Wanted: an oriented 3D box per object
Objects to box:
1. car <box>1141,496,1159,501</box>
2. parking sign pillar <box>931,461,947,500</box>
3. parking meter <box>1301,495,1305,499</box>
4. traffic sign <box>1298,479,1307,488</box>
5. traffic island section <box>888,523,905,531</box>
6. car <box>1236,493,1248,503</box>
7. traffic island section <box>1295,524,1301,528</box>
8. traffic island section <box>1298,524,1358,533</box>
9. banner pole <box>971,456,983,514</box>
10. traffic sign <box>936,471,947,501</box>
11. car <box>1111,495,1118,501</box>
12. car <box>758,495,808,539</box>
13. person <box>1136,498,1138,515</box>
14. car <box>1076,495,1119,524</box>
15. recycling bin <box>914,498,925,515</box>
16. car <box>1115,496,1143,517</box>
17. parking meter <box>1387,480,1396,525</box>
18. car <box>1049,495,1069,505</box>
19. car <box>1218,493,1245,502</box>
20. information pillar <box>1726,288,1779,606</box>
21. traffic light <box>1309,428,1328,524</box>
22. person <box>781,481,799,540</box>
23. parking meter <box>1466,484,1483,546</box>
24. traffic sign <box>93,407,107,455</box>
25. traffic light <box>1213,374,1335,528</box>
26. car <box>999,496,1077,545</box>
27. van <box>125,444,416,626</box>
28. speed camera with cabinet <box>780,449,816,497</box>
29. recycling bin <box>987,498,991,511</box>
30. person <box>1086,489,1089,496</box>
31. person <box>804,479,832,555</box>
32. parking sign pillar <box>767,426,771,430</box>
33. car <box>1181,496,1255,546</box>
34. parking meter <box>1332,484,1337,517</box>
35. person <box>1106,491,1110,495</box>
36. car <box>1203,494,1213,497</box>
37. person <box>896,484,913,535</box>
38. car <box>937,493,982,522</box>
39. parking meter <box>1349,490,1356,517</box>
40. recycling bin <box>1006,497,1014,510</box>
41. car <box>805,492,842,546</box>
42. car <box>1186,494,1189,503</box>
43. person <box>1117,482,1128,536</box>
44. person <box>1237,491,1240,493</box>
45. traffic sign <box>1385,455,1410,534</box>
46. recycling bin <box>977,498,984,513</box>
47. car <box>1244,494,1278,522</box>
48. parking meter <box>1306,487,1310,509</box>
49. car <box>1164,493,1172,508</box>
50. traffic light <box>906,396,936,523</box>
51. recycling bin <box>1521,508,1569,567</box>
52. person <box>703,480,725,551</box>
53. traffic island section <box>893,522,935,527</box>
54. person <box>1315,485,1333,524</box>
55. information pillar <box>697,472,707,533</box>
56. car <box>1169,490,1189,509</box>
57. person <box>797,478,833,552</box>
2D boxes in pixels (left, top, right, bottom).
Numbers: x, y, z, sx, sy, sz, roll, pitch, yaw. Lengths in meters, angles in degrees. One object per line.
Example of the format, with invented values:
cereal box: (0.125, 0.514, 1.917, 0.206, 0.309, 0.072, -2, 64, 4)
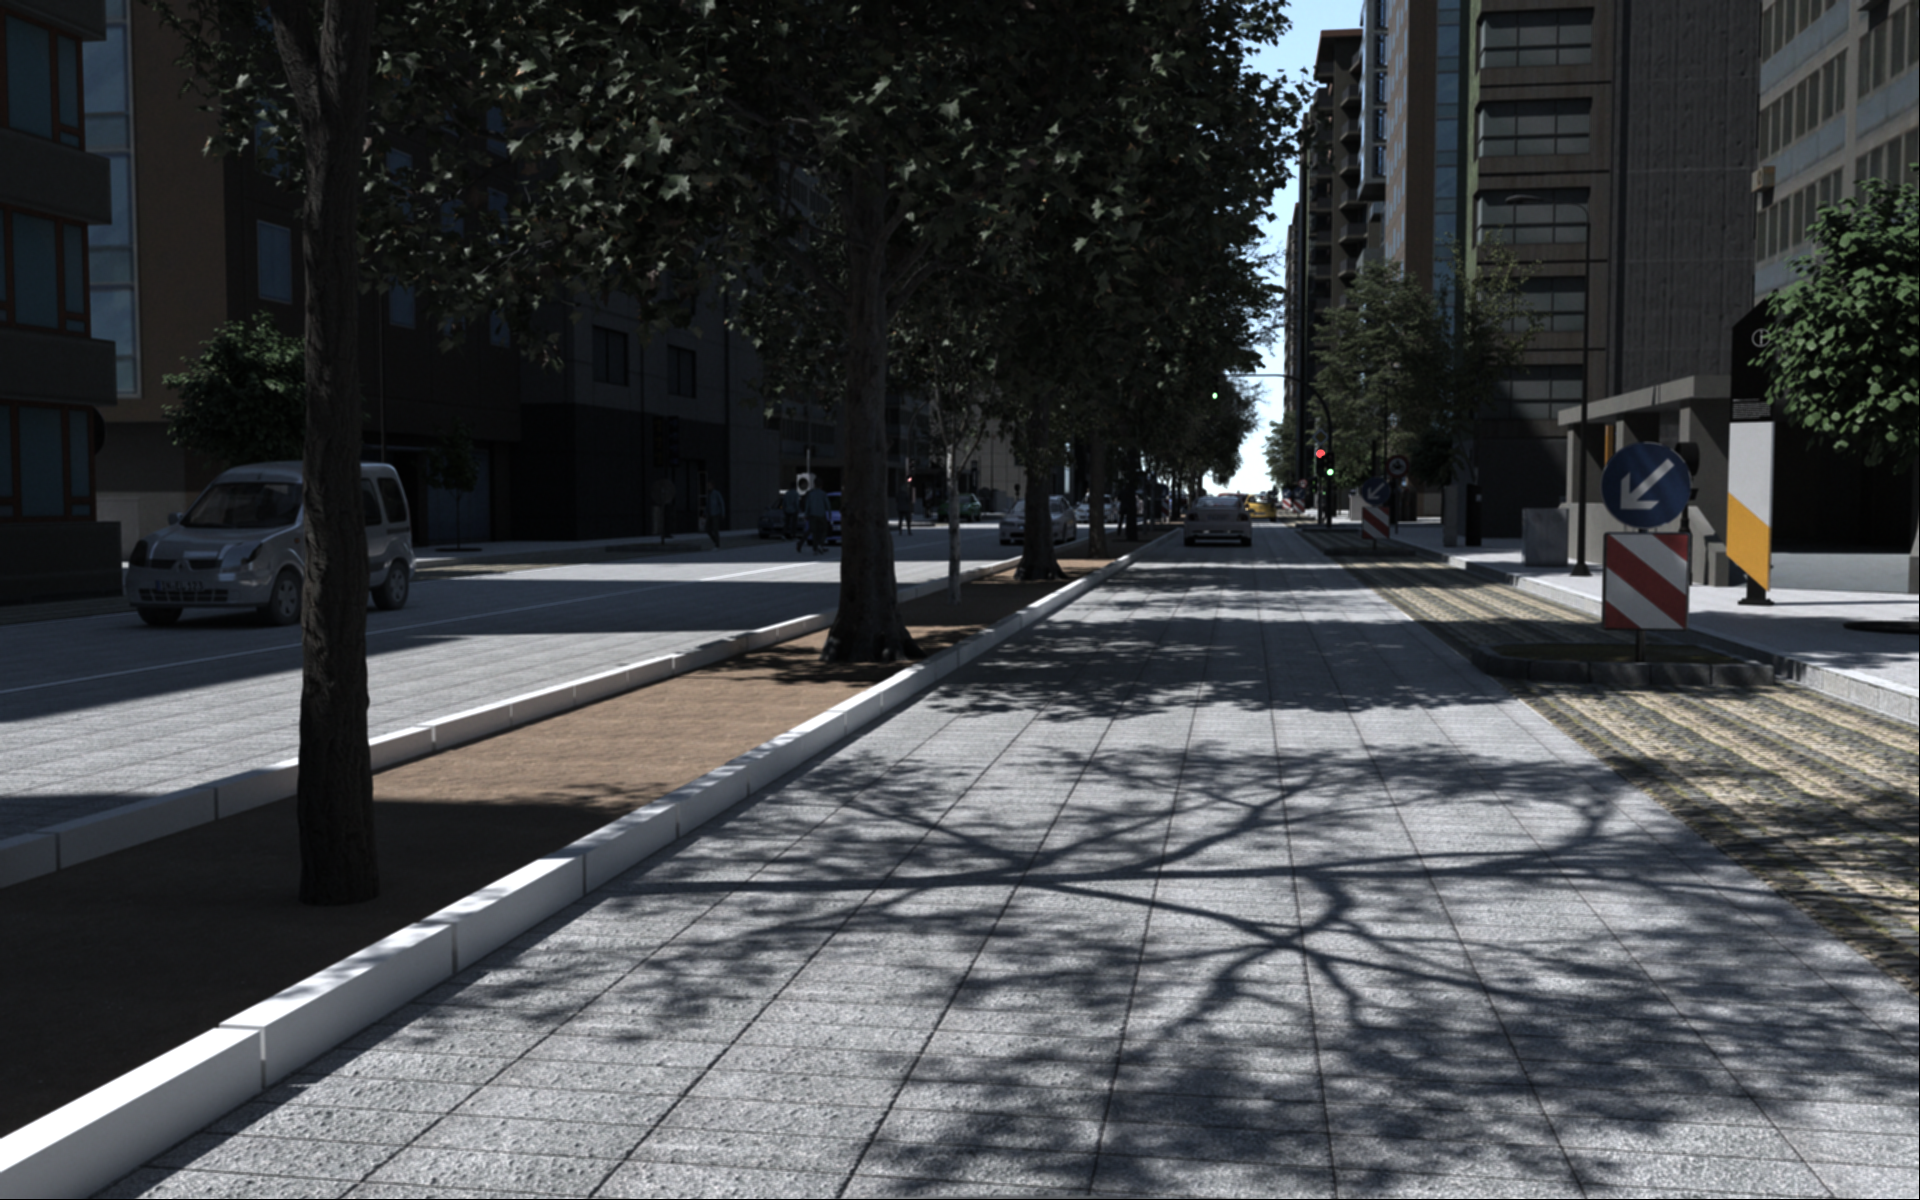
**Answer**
car: (14.411, -7.378, 130.423, 2.009, 1.686, 4.222, 1, 4, 11)
parking sign pillar: (-1.479, -9.487, 143.583, 1.447, 3.967, 1.447, 2, 4, 31)
parking meter: (27.711, -8.048, 139.998, 0.372, 1.533, 0.369, 0, 3, 0)
traffic sign: (28.682, -8.859, 144.957, 0.768, 2.556, 0.104, 1, 4, 17)
traffic island section: (-3.534, -2.821, 68.403, 2.009, 0.180, 2.903, 1, 4, 9)
car: (19.389, -6.802, 120.252, 2.155, 1.783, 4.494, 1, 4, 9)
traffic island section: (15.264, -3.128, 73.425, 2.009, 0.180, 2.903, 1, 4, 9)
traffic island section: (13.975, -2.646, 65.545, 2.009, 0.180, 2.903, 1, 4, 9)
banner pole: (1.099, -7.589, 114.098, 0.863, 3.779, 0.401, 1, 4, 23)
traffic sign: (-0.949, -5.779, 94.597, 0.768, 2.556, 0.104, 1, 4, 17)
car: (17.313, -11.095, 193.982, 1.945, 1.354, 3.894, 1, 4, 9)
car: (-5.255, -2.720, 56.472, 2.014, 1.417, 4.499, 1, 4, 9)
person: (10.533, -5.580, 104.754, 0.505, 1.210, 0.382, 3, 5, 44)
car: (6.723, -4.430, 84.436, 2.014, 1.417, 4.499, 1, 4, 10)
recycling bin: (-2.488, -5.883, 108.737, 0.722, 1.027, 0.722, 1, 4, 9)
car: (10.594, -5.947, 109.594, 2.083, 1.381, 4.827, 1, 4, 11)
parking meter: (18.175, -4.111, 72.924, 0.399, 1.863, 0.255, -3, 5, -40)
car: (5.386, -5.504, 102.347, 2.083, 1.381, 4.827, 1, 4, 10)
car: (16.658, -6.020, 107.460, 2.155, 1.783, 4.494, 0, 4, 8)
information pillar: (9.140, -1.750, 19.965, 0.504, 3.616, 0.183, 3, 5, 43)
traffic light: (15.226, -5.162, 73.318, 0.839, 4.253, 0.868, 1, 4, 9)
person: (-5.216, -2.730, 53.161, 0.660, 1.820, 0.620, 2, 4, 28)
parking meter: (12.652, -2.093, 42.638, 0.372, 1.533, 0.369, 0, 3, 0)
traffic sign: (-12.403, -1.493, 24.522, 0.768, 2.556, 0.104, 1, 4, 18)
traffic light: (11.858, -5.564, 65.633, 4.771, 5.953, 1.251, 1, 4, 9)
car: (2.303, -2.315, 50.207, 2.083, 1.381, 4.827, 1, 4, 10)
van: (-7.929, -0.805, 20.169, 2.013, 2.044, 4.112, 0, 4, 8)
speed camera with cabinet: (-7.408, -5.057, 77.018, 2.038, 3.252, 0.660, 2, 4, 28)
recycling bin: (2.205, -6.822, 124.094, 0.722, 1.027, 0.722, 2, 4, 30)
person: (8.453, -6.395, 113.291, 0.478, 1.798, 0.641, 1, 4, 23)
person: (-3.350, -1.961, 40.902, 0.601, 1.785, 0.444, 1, 4, 13)
parking sign pillar: (-7.841, -4.892, 68.451, 1.447, 3.967, 1.447, 1, 4, 12)
car: (7.292, -2.238, 48.958, 2.083, 1.381, 4.827, 1, 4, 9)
parking meter: (21.060, -5.622, 97.636, 0.255, 1.863, 0.399, -1, 4, -15)
person: (16.079, -10.945, 188.129, 1.217, 1.739, 0.721, 0, 4, -5)
car: (43.470, -17.890, 302.286, 2.009, 1.686, 4.222, 1, 4, 10)
person: (-1.971, -3.172, 60.542, 0.537, 1.800, 0.526, 2, 4, 32)
car: (-0.008, -4.904, 88.984, 1.959, 1.807, 4.718, 1, 4, 9)
parking meter: (21.640, -5.326, 95.493, 0.372, 1.533, 0.369, 0, 3, 0)
recycling bin: (3.930, -7.858, 141.026, 0.722, 1.027, 0.722, 3, 5, 44)
car: (-3.240, -2.424, 49.230, 1.945, 1.707, 3.694, 1, 4, 9)
car: (24.267, -11.052, 189.499, 1.959, 1.807, 4.718, 1, 4, 9)
person: (5.661, -3.113, 59.207, 0.655, 1.846, 0.447, 2, 4, 30)
person: (31.288, -11.402, 194.864, 0.705, 1.831, 1.348, 0, 4, 4)
traffic sign: (14.120, -3.415, 55.947, 0.768, 2.556, 0.104, 1, 4, 13)
recycling bin: (1.146, -6.476, 118.434, 0.722, 1.027, 0.722, -3, 5, -44)
car: (15.424, -4.843, 89.411, 2.015, 1.641, 3.980, 0, 4, 8)
parking meter: (29.276, -8.561, 145.682, 0.255, 1.863, 0.399, 2, 4, 34)
car: (18.041, -8.742, 152.524, 1.945, 1.707, 3.694, 1, 4, 9)
traffic light: (-0.128, -6.188, 75.840, 4.771, 5.953, 1.251, 1, 4, 9)
recycling bin: (10.421, -1.119, 30.857, 0.722, 1.027, 0.722, 1, 4, 12)
person: (-6.181, -2.125, 43.591, 0.444, 1.785, 0.601, -3, 5, -41)
traffic island section: (-2.245, -3.303, 76.284, 2.009, 0.180, 2.903, 1, 4, 9)
person: (16.079, -4.153, 76.528, 0.709, 1.813, 0.853, -1, 4, -17)
information pillar: (-8.424, -3.187, 56.597, 0.304, 2.012, 0.304, -1, 4, -15)
car: (20.489, -9.467, 163.452, 2.281, 1.827, 5.304, 1, 4, 9)
person: (-3.575, -2.082, 42.499, 0.822, 1.834, 0.622, 2, 4, 27)
